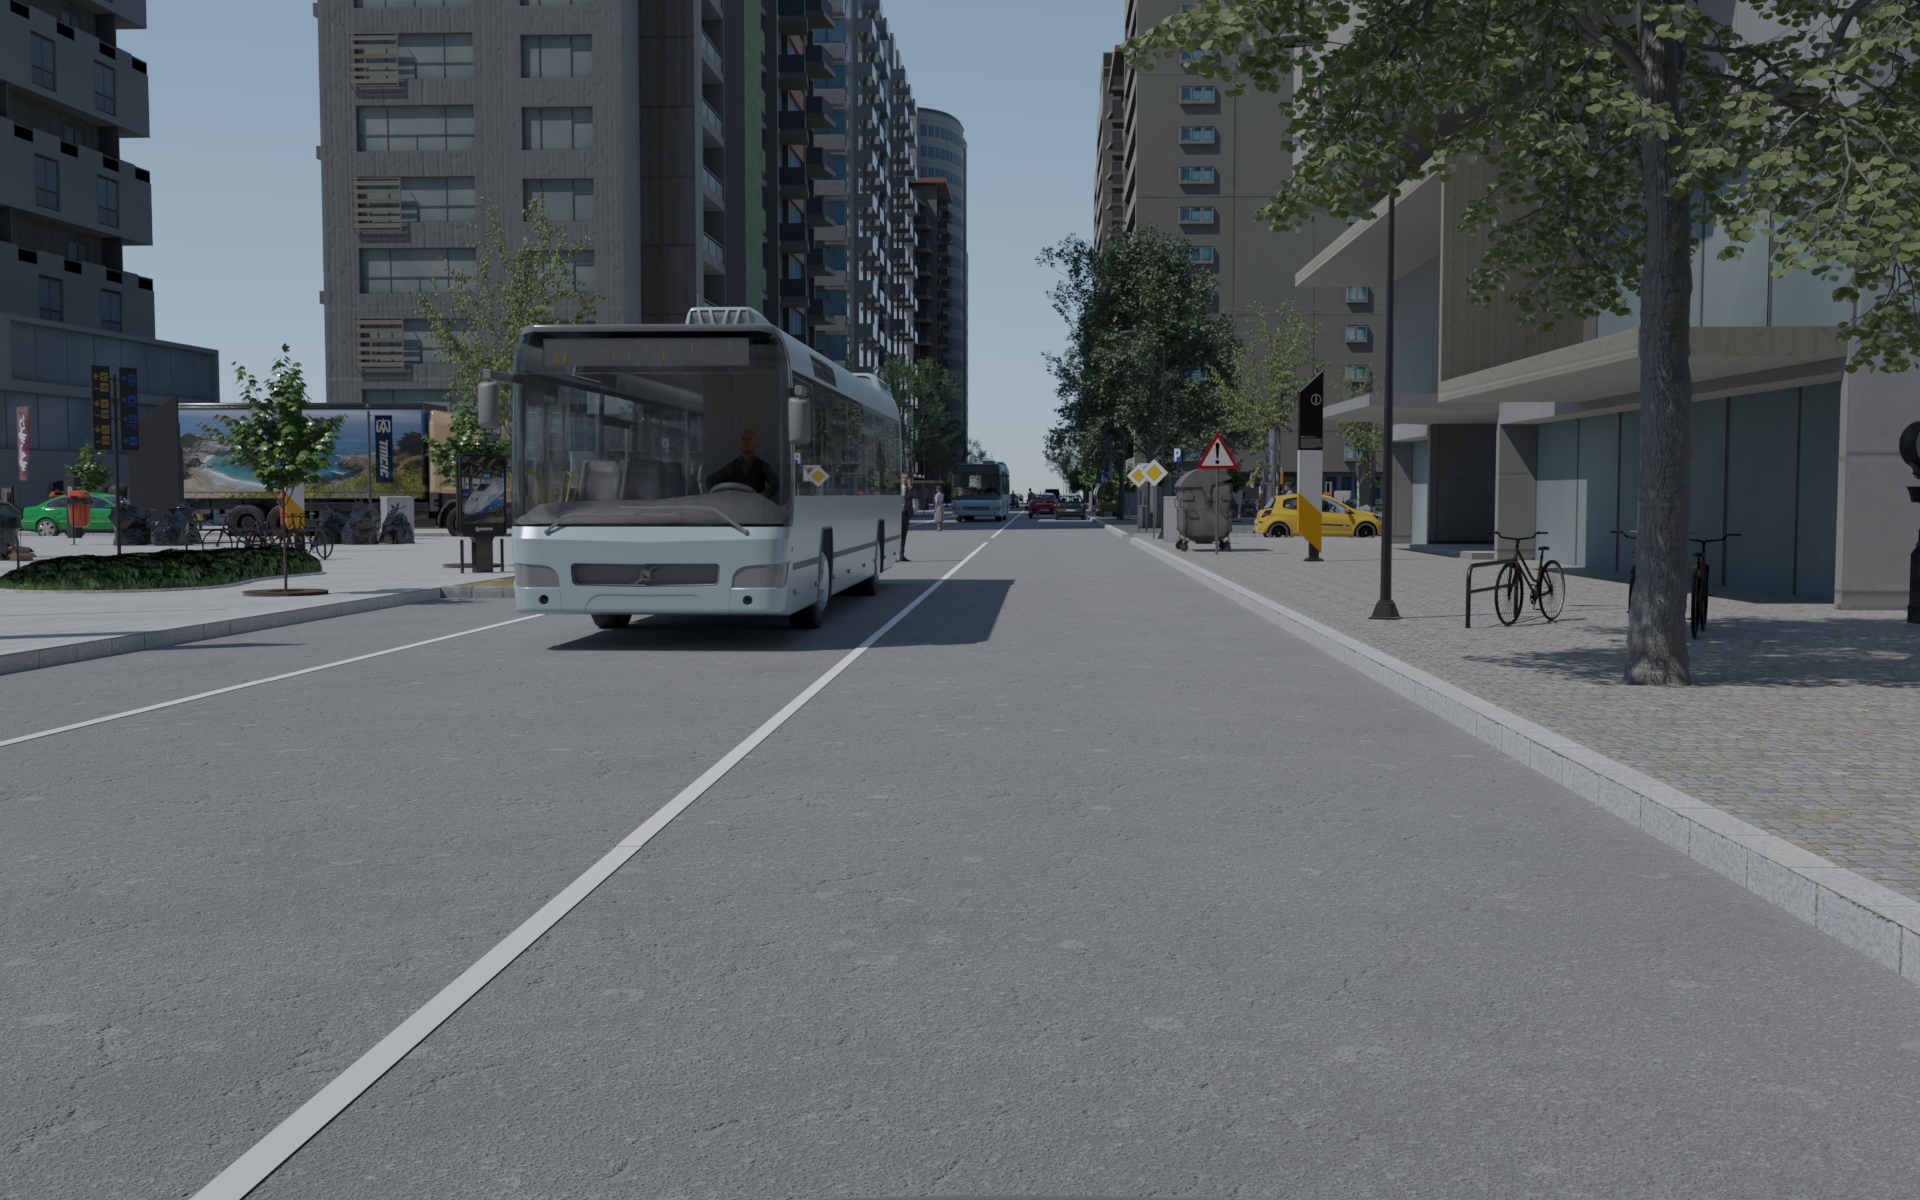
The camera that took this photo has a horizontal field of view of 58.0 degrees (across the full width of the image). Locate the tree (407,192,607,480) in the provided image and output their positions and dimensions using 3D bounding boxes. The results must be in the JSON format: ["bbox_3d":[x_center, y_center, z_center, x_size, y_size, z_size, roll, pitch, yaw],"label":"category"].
[{"bbox_3d":[-10.711,-5.582,41.624,4.737,8.622,4.395,0,3,0],"label":"tree"}]

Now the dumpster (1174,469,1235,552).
[{"bbox_3d":[5.530,-2.042,39.148,1.264,1.857,1.865,0,4,3],"label":"dumpster"}]

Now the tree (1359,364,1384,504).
[{"bbox_3d":[22.281,-8.893,95.757,4.737,8.622,4.395,0,3,0],"label":"tree"}]

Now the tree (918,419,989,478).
[{"bbox_3d":[-0.583,-16.489,204.011,8.767,10.594,7.601,0,4,-8],"label":"tree"}]

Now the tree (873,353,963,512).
[{"bbox_3d":[-3.752,-12.285,126.619,9.928,11.665,9.643,0,3,0],"label":"tree"}]

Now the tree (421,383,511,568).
[{"bbox_3d":[-8.700,-2.191,30.426,1.663,3.219,1.824,0,3,0],"label":"tree"}]

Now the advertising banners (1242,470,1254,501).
[{"bbox_3d":[20.768,-8.028,127.449,2.074,3.025,0.090,0,4,-6],"label":"advertising banners"}]

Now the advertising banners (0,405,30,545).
[{"bbox_3d":[-19.197,-2.366,34.867,2.074,3.025,0.090,3,4,37],"label":"advertising banners"}]

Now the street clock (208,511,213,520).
[{"bbox_3d":[-37.337,-4.988,86.126,0.358,2.002,0.471,2,4,32],"label":"street clock"}]

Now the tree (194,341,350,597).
[{"bbox_3d":[-8.484,-1.674,21.966,1.663,3.219,1.824,0,3,0],"label":"tree"}]

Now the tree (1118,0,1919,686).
[{"bbox_3d":[4.540,-5.729,11.791,7.486,12.596,7.792,0,3,0],"label":"tree"}]

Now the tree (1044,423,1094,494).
[{"bbox_3d":[13.987,-17.206,215.733,8.767,10.594,7.601,2,4,29],"label":"tree"}]

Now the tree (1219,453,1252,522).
[{"bbox_3d":[12.552,-5.243,80.324,1.663,3.219,1.824,0,3,0],"label":"tree"}]

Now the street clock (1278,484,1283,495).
[{"bbox_3d":[22.462,-7.147,121.431,0.358,2.002,0.471,0,4,3],"label":"street clock"}]

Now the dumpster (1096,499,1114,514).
[{"bbox_3d":[8.738,-5.988,103.661,1.264,1.857,1.865,0,4,3],"label":"dumpster"}]

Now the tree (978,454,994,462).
[{"bbox_3d":[4.326,-20.868,291.557,4.737,8.622,4.395,0,3,0],"label":"tree"}]

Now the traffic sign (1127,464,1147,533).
[{"bbox_3d":[5.918,-3.288,57.394,0.795,2.450,0.064,0,4,3],"label":"traffic sign"}]

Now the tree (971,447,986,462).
[{"bbox_3d":[2.491,-18.928,259.833,4.360,8.622,3.978,0,3,0],"label":"tree"}]

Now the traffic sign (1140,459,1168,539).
[{"bbox_3d":[5.534,-2.800,49.418,0.795,2.450,0.064,0,4,3],"label":"traffic sign"}]

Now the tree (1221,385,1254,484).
[{"bbox_3d":[16.143,-9.486,105.463,4.360,8.622,3.978,0,3,0],"label":"tree"}]

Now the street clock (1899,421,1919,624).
[{"bbox_3d":[9.532,-0.767,17.103,0.471,2.002,0.358,-1,4,-11],"label":"street clock"}]

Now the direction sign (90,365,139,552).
[{"bbox_3d":[-15.012,-2.375,30.832,0.379,3.537,0.876,2,4,30],"label":"direction sign"}]

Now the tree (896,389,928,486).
[{"bbox_3d":[-4.698,-10.044,114.583,4.360,8.622,3.978,0,3,0],"label":"tree"}]

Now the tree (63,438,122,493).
[{"bbox_3d":[-30.332,-4.009,60.155,1.663,3.219,1.824,0,3,0],"label":"tree"}]

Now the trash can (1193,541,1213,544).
[{"bbox_3d":[6.301,-2.023,44.723,0.748,1.137,0.748,0,3,0],"label":"trash can"}]

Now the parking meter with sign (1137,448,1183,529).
[{"bbox_3d":[7.475,-4.196,64.861,1.738,3.016,0.543,-2,4,-27],"label":"parking meter with sign"}]

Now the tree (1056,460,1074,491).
[{"bbox_3d":[17.366,-20.287,282.052,4.360,8.622,3.978,0,3,0],"label":"tree"}]

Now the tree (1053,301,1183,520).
[{"bbox_3d":[8.151,-9.830,86.469,9.928,11.665,9.643,0,3,0],"label":"tree"}]

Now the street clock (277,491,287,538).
[{"bbox_3d":[-19.730,-2.811,50.537,0.358,2.002,0.471,1,4,10],"label":"street clock"}]

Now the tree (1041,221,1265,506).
[{"bbox_3d":[8.157,-9.548,73.118,9.611,12.733,9.660,0,3,0],"label":"tree"}]

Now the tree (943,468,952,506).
[{"bbox_3d":[-0.323,-12.654,190.598,4.285,4.588,4.351,0,3,0],"label":"tree"}]

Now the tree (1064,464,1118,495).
[{"bbox_3d":[11.101,-9.408,137.535,4.285,4.588,4.351,0,3,0],"label":"tree"}]

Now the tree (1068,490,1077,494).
[{"bbox_3d":[16.971,-16.048,256.992,1.663,3.219,1.824,0,3,0],"label":"tree"}]

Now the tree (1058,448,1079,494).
[{"bbox_3d":[15.649,-18.107,246.406,4.737,8.622,4.395,0,3,0],"label":"tree"}]

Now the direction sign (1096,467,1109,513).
[{"bbox_3d":[8.956,-7.140,108.741,0.876,3.537,0.379,-2,4,-25],"label":"direction sign"}]

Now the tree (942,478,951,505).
[{"bbox_3d":[-1.322,-11.353,180.220,1.663,3.219,1.824,0,3,0],"label":"tree"}]

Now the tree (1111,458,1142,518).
[{"bbox_3d":[9.050,-6.002,92.741,1.663,3.219,1.824,0,3,0],"label":"tree"}]

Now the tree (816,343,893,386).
[{"bbox_3d":[-5.886,-8.142,83.477,4.737,8.622,4.395,0,3,0],"label":"tree"}]

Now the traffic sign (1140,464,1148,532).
[{"bbox_3d":[6.260,-3.423,58.089,0.606,2.300,0.079,1,4,9],"label":"traffic sign"}]

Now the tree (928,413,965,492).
[{"bbox_3d":[-1.961,-12.359,152.428,4.360,8.622,3.978,0,3,0],"label":"tree"}]

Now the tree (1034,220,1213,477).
[{"bbox_3d":[11.276,-16.002,117.518,12.611,20.169,13.585,0,3,0],"label":"tree"}]

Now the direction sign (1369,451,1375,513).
[{"bbox_3d":[21.759,-6.085,91.487,0.379,3.537,0.876,0,4,-6],"label":"direction sign"}]

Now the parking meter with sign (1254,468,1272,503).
[{"bbox_3d":[20.148,-7.176,113.582,1.738,3.016,0.543,1,4,14],"label":"parking meter with sign"}]
